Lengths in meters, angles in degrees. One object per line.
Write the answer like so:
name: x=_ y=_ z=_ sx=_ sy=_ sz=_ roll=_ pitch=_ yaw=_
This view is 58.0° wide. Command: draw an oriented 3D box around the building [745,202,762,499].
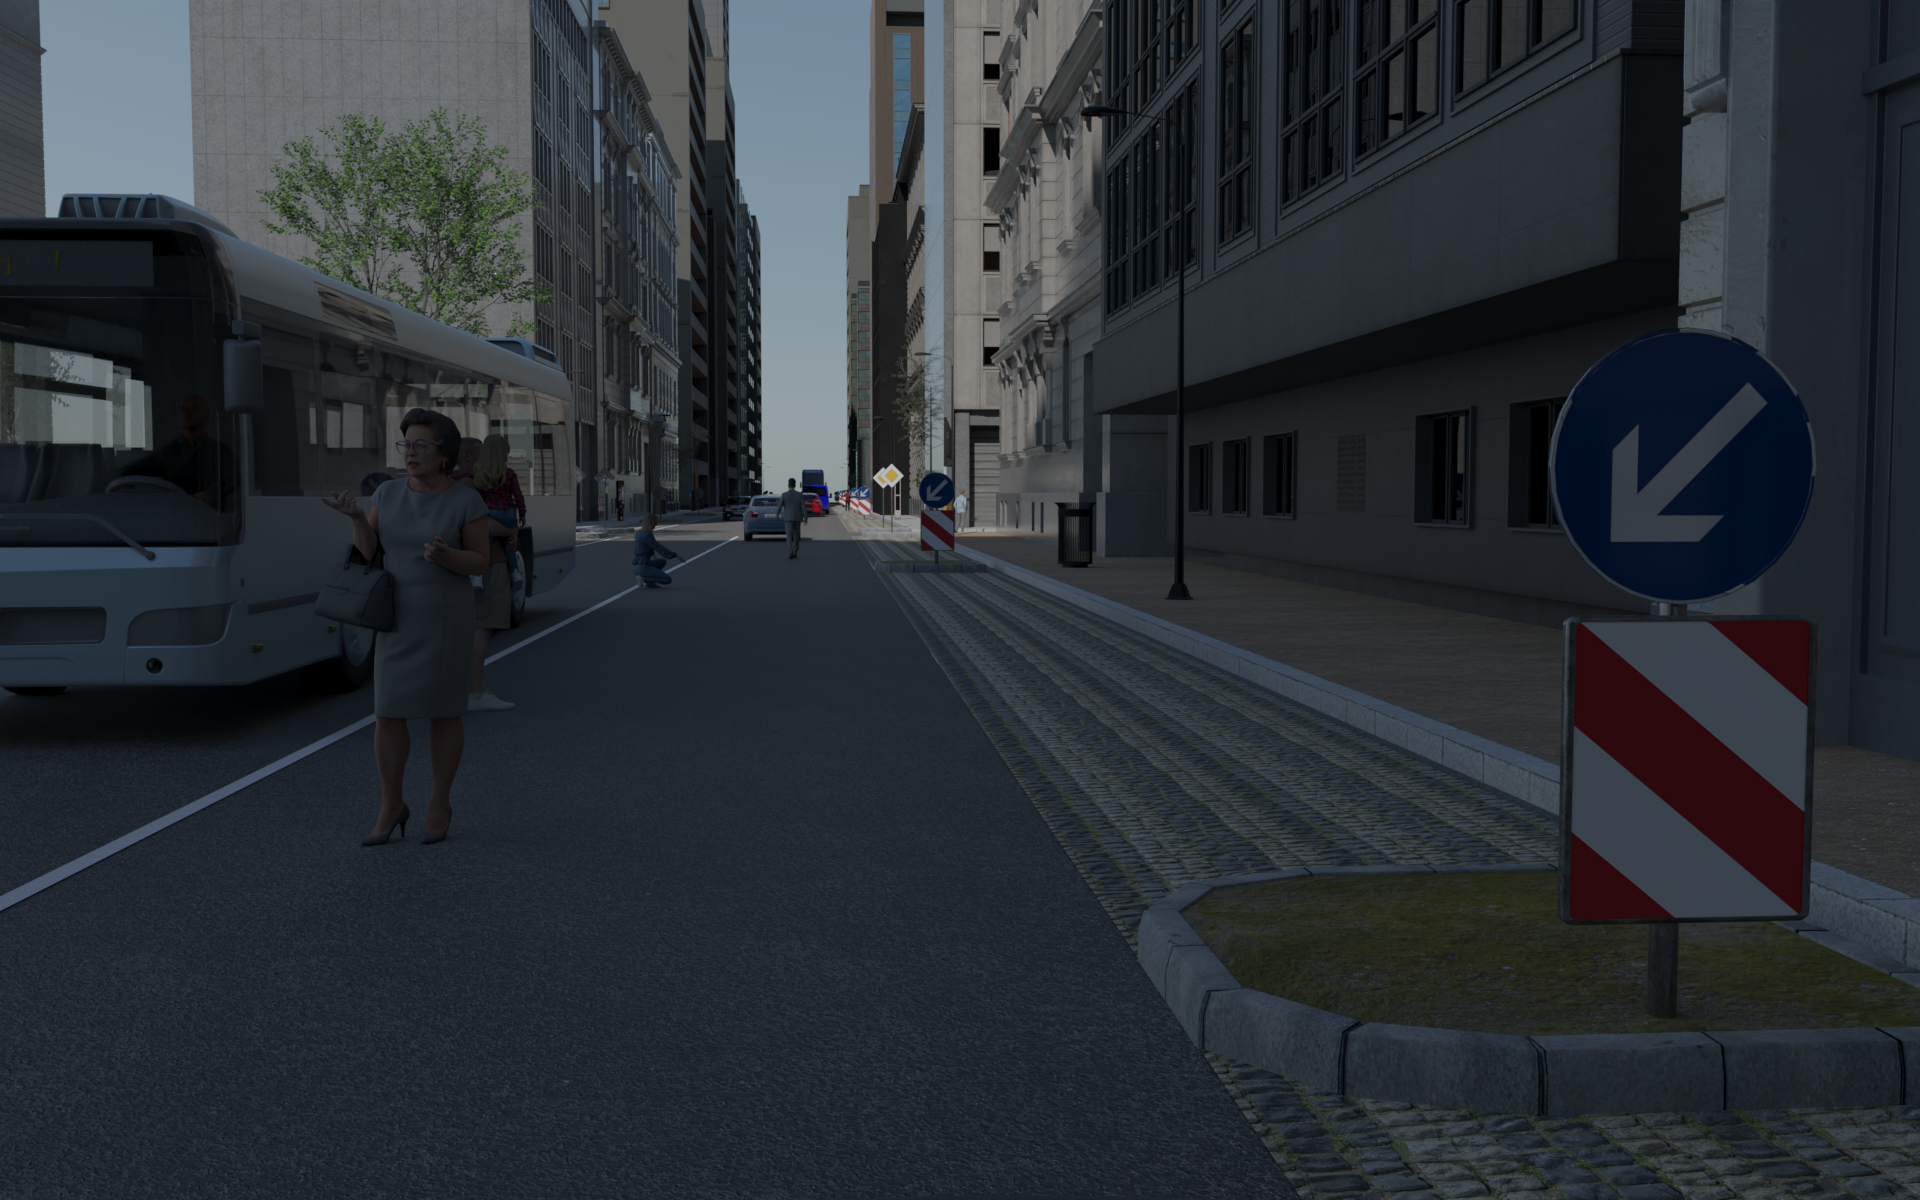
building: x=-43.516 y=-40.313 z=282.819 sx=21.300 sy=48.544 sz=21.600 roll=0 pitch=4 yaw=-5

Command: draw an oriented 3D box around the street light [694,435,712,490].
street light: x=-20.756 y=-10.266 z=140.384 sx=1.470 sy=5.913 sz=1.316 roll=0 pitch=4 yaw=-5

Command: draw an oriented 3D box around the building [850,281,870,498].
building: x=-8.716 y=-29.207 z=249.234 sx=14.160 sy=30.474 sz=14.107 roll=0 pitch=4 yaw=-5

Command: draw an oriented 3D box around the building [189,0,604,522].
building: x=-22.426 y=-15.582 z=72.788 sx=12.078 sy=24.808 sz=19.932 roll=0 pitch=4 yaw=-5

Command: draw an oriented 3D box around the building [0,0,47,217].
building: x=-52.485 y=-17.626 z=65.682 sx=29.804 sy=29.767 sz=11.434 roll=0 pitch=4 yaw=-5

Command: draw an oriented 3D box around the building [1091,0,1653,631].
building: x=10.472 y=-13.968 z=21.879 sx=14.314 sy=27.812 sz=24.014 roll=0 pitch=4 yaw=-5

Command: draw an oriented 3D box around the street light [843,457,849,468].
street light: x=-14.272 y=-15.564 z=227.011 sx=1.470 sy=5.913 sz=1.316 roll=0 pitch=4 yaw=-5

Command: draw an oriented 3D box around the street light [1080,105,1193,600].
street light: x=2.131 y=-2.958 z=20.909 sx=1.470 sy=5.913 sz=1.316 roll=0 pitch=4 yaw=-5

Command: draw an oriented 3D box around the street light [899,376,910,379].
street light: x=-1.681 y=-5.840 z=68.028 sx=1.470 sy=5.913 sz=1.316 roll=0 pitch=4 yaw=-5

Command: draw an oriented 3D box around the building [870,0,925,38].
building: x=-1.070 y=-31.369 z=162.999 sx=14.600 sy=45.320 sz=14.200 roll=0 pitch=4 yaw=-5

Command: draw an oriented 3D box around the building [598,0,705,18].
building: x=-33.131 y=-32.102 z=148.569 sx=21.300 sy=48.544 sz=21.600 roll=0 pitch=4 yaw=-5

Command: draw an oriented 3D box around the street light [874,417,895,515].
street light: x=-4.454 y=-8.034 z=103.905 sx=1.470 sy=5.913 sz=1.316 roll=0 pitch=4 yaw=-5

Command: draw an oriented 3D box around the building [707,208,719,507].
building: x=-30.900 y=-24.203 z=167.420 sx=14.160 sy=30.474 sz=14.107 roll=0 pitch=4 yaw=-5

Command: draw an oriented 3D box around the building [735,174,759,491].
building: x=-42.160 y=-38.975 z=256.851 sx=23.786 sy=49.044 sz=30.456 roll=0 pitch=4 yaw=-5

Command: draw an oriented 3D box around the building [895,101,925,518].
building: x=2.431 y=-16.216 z=94.016 sx=11.050 sy=23.489 sz=19.941 roll=0 pitch=4 yaw=-5

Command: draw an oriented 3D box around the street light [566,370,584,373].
street light: x=-14.786 y=-5.657 z=65.035 sx=1.470 sy=5.913 sz=1.316 roll=0 pitch=4 yaw=-5

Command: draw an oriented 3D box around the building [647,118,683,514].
building: x=-26.104 y=-20.240 z=116.827 sx=13.634 sy=28.700 sz=20.117 roll=0 pitch=4 yaw=-5

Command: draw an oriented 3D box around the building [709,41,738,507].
building: x=-35.072 y=-34.300 z=184.501 sx=21.300 sy=48.544 sz=21.600 roll=0 pitch=4 yaw=-5

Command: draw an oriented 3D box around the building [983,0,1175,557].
building: x=8.257 y=-15.801 z=45.739 sx=14.401 sy=28.519 sz=23.554 roll=0 pitch=4 yaw=-5

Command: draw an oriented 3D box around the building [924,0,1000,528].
building: x=8.822 y=-15.493 z=71.329 sx=19.932 sy=24.808 sz=12.078 roll=0 pitch=4 yaw=-5

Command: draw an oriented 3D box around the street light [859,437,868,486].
street light: x=-7.724 y=-10.509 z=144.364 sx=1.470 sy=5.913 sz=1.316 roll=0 pitch=4 yaw=-5

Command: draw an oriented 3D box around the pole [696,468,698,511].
pole: x=-20.373 y=-8.584 z=134.198 sx=0.158 sy=3.312 sz=0.155 roll=0 pitch=3 yaw=0

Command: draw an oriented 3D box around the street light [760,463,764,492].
street light: x=-30.027 y=-17.541 z=259.329 sx=1.470 sy=5.913 sz=1.316 roll=0 pitch=4 yaw=-5

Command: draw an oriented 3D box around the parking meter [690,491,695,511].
parking meter: x=-20.052 y=-7.438 z=130.018 sx=0.372 sy=1.533 sz=0.369 roll=0 pitch=3 yaw=0

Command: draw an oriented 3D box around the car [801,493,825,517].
car: x=-9.532 y=-6.084 z=108.510 sx=2.155 sy=1.783 sz=4.494 roll=0 pitch=4 yaw=-4

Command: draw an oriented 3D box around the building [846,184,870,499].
building: x=-6.620 y=-39.330 z=266.747 sx=21.300 sy=48.544 sz=21.600 roll=0 pitch=4 yaw=-5

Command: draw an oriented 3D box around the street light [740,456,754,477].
street light: x=-27.207 y=-15.346 z=223.444 sx=1.470 sy=5.913 sz=1.316 roll=0 pitch=4 yaw=-5

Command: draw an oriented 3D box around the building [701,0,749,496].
building: x=-38.860 y=-48.478 z=230.870 sx=20.563 sy=71.187 sz=20.611 roll=0 pitch=4 yaw=-5

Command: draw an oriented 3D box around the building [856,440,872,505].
building: x=-0.584 y=-54.187 z=198.625 sx=22.319 sy=86.520 sz=31.000 roll=0 pitch=4 yaw=-5

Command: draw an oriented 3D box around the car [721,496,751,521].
car: x=-12.010 y=-5.005 z=94.417 sx=1.945 sy=1.354 sz=3.894 roll=0 pitch=4 yaw=-5

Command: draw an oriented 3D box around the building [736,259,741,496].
building: x=-33.279 y=-26.412 z=203.542 sx=14.160 sy=30.474 sz=14.107 roll=0 pitch=4 yaw=-5

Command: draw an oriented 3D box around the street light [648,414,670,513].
street light: x=-17.555 y=-7.854 z=100.953 sx=1.470 sy=5.913 sz=1.316 roll=0 pitch=4 yaw=-5

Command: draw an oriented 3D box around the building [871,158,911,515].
building: x=0.694 y=-17.255 z=111.791 sx=12.332 sy=23.373 sz=15.834 roll=0 pitch=4 yaw=-5

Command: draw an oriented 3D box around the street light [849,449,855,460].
street light: x=-10.499 y=-12.703 z=180.240 sx=1.470 sy=5.913 sz=1.316 roll=0 pitch=4 yaw=-5

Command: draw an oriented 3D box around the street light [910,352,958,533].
street light: x=-0.795 y=-5.152 z=56.773 sx=1.470 sy=5.913 sz=1.316 roll=0 pitch=4 yaw=-5

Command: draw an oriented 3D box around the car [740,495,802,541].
car: x=-5.858 y=-2.571 z=54.043 sx=2.014 sy=1.417 sz=4.499 roll=0 pitch=4 yaw=-6

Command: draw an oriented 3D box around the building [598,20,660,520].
building: x=-24.259 y=-18.771 z=94.300 sx=14.401 sy=28.519 sz=23.554 roll=0 pitch=4 yaw=-5
